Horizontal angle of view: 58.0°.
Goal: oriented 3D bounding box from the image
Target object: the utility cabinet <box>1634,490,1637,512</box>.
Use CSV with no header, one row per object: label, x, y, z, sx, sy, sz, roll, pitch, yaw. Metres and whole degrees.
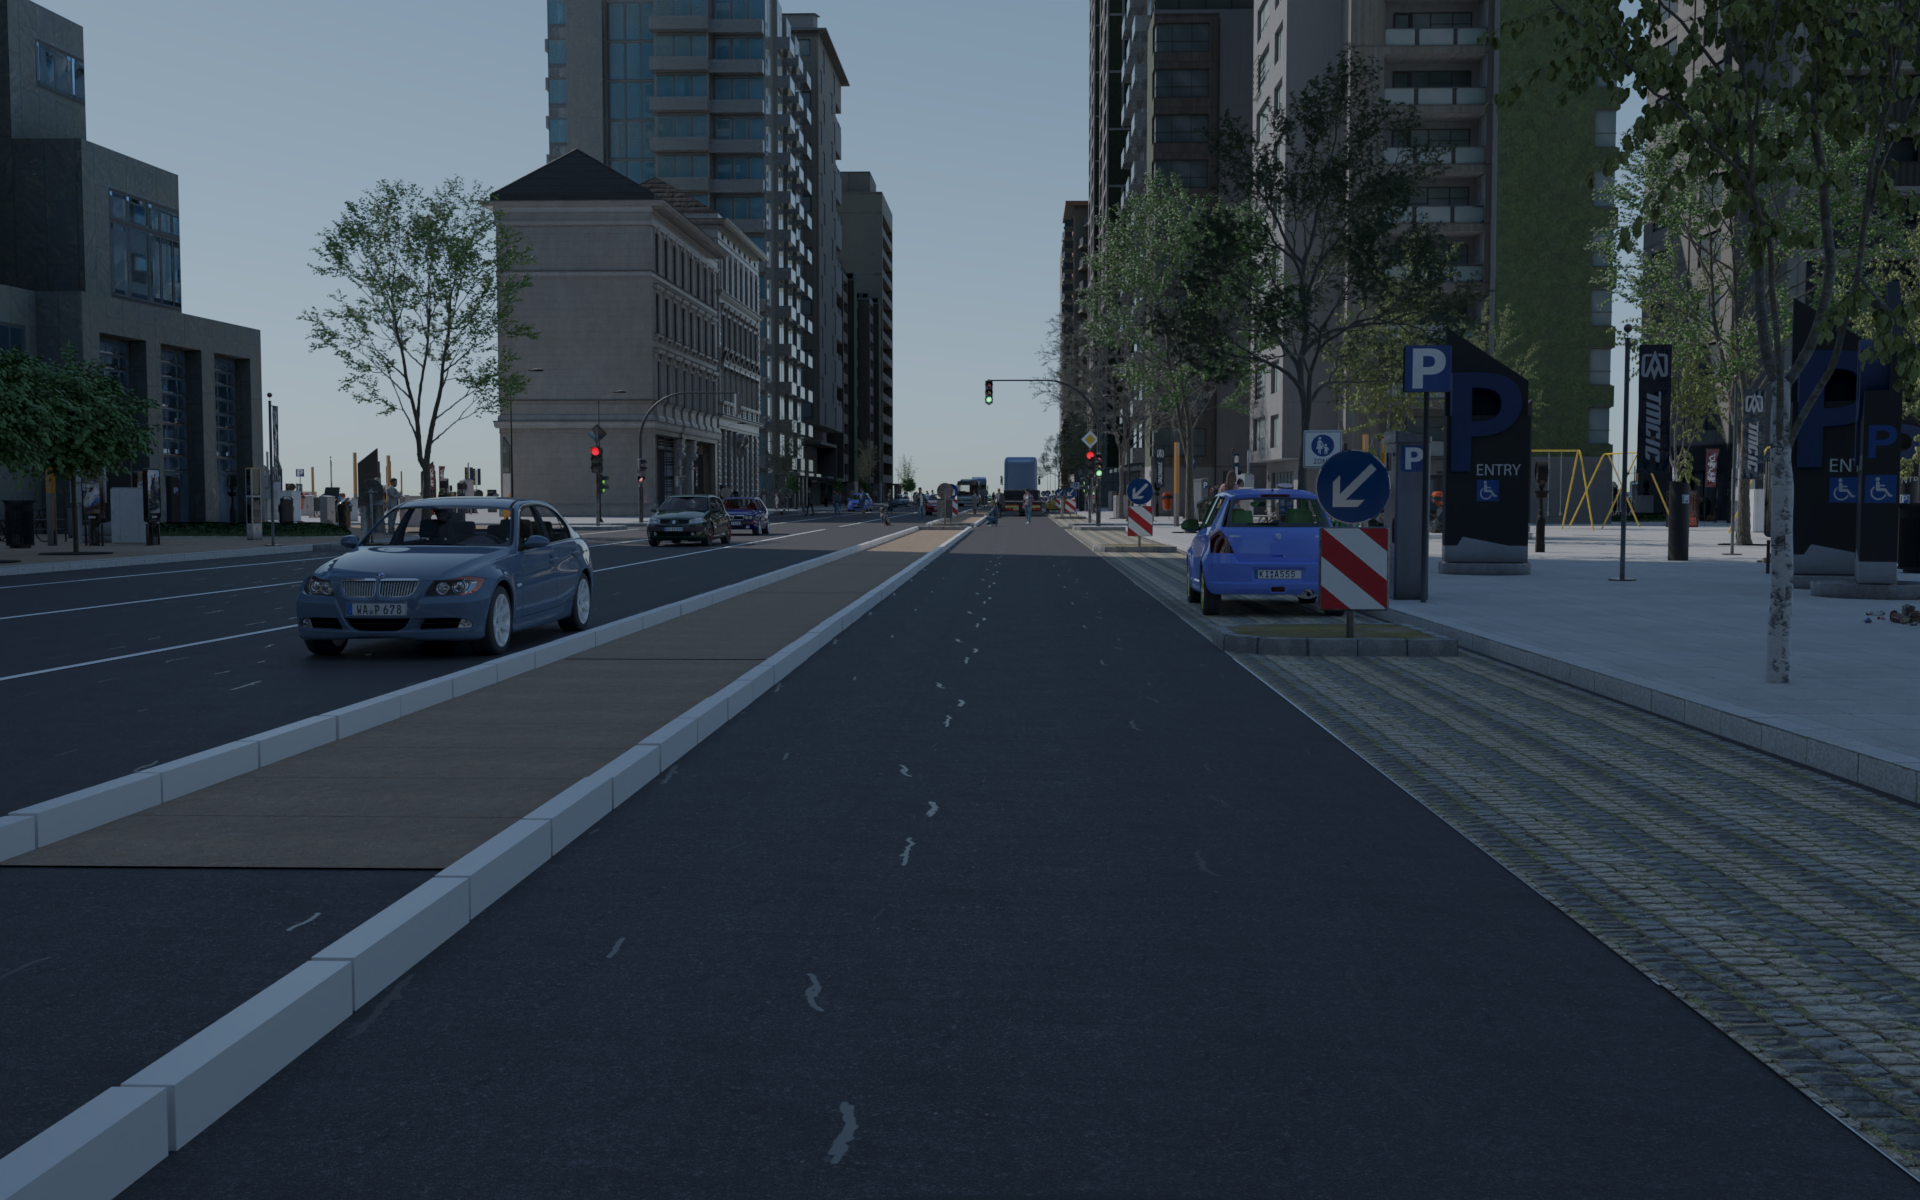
utility cabinet,39.194,-5.522,98.963,1.173,1.500,0.318,2,4,31

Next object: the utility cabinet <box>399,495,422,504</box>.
utility cabinet,-21.394,-3.448,67.543,0.306,1.237,1.020,2,4,25

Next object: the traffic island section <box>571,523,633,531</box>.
traffic island section,-14.528,-2.882,69.406,2.009,0.180,2.903,0,4,2

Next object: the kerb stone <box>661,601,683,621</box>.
kerb stone,-3.346,0.150,19.740,0.120,0.150,1.000,0,4,2

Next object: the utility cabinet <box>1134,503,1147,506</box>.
utility cabinet,9.851,-5.111,94.724,0.306,1.237,1.020,-1,4,-22

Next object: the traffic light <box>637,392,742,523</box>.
traffic light,-12.126,-6.272,77.215,4.771,5.953,1.251,0,4,2

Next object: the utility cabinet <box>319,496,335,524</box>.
utility cabinet,-24.479,-3.419,67.059,0.306,1.237,1.020,0,4,-3

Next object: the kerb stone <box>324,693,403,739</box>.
kerb stone,-3.642,0.713,10.539,0.120,0.150,1.000,0,4,2

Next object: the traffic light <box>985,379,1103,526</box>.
traffic light,3.369,-5.742,68.546,4.771,5.953,1.251,0,4,2

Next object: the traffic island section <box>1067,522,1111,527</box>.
traffic island section,5.771,-3.329,76.710,2.009,0.180,2.903,0,4,2

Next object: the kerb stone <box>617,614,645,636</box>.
kerb stone,-3.411,0.275,17.696,0.120,0.150,1.000,0,4,2

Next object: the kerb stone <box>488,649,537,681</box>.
kerb stone,-3.543,0.525,13.609,0.120,0.150,1.000,0,4,2

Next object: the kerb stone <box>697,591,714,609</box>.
kerb stone,-3.270,0.025,21.783,0.120,0.150,1.000,0,4,2

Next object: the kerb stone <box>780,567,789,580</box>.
kerb stone,-3.020,-0.414,28.965,0.120,0.150,1.000,0,4,2

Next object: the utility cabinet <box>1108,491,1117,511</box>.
utility cabinet,11.582,-7.497,131.254,0.318,1.500,1.173,2,4,25

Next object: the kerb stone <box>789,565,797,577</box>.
kerb stone,-2.996,-0.475,29.995,0.120,0.150,1.000,0,4,2

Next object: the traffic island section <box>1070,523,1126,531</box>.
traffic island section,5.502,-2.841,68.730,2.009,0.180,2.903,0,4,2

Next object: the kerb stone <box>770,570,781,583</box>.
kerb stone,-3.057,-0.351,27.936,0.120,0.150,1.000,0,4,2

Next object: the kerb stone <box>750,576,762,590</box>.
kerb stone,-3.130,-0.225,25.891,0.120,0.150,1.000,0,4,2

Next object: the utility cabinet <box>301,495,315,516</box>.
utility cabinet,-38.402,-5.543,101.796,1.020,1.237,0.306,1,4,21

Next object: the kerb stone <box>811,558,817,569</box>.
kerb stone,-2.889,-0.665,33.063,0.120,0.150,1.000,0,4,2

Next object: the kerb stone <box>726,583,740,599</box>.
kerb stone,-3.200,-0.101,23.845,0.120,0.150,1.000,0,4,2

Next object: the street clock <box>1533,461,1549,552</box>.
street clock,12.768,-2.049,38.065,0.358,2.002,0.471,1,4,9

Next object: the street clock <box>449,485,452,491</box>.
street clock,-41.697,-8.395,141.834,0.358,2.002,0.471,-1,4,-23

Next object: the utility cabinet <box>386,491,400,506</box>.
utility cabinet,-45.256,-7.931,138.346,1.173,1.500,0.318,1,4,17

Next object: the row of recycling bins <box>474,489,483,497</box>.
row of recycling bins,-41.887,-8.694,149.263,1.069,1.692,3.534,-2,4,-31

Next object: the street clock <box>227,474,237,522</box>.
street clock,-26.487,-3.577,63.060,0.358,2.002,0.471,-3,4,-36

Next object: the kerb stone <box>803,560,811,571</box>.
kerb stone,-2.918,-0.602,32.041,0.120,0.150,1.000,0,4,2

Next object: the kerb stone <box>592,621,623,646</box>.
kerb stone,-3.442,0.338,16.675,0.120,0.150,1.000,0,4,2

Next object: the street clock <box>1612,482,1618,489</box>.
street clock,47.305,-7.380,125.237,0.358,2.002,0.471,-2,4,-25

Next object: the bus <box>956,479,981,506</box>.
bus,1.014,-12.971,206.930,2.948,3.499,13.247,0,4,1

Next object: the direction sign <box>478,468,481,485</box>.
direction sign,-42.669,-9.842,152.911,0.876,3.537,0.379,1,4,19

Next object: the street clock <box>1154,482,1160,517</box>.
street clock,11.102,-5.687,97.554,0.471,2.002,0.358,0,4,-1

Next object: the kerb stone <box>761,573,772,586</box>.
kerb stone,-3.092,-0.288,26.915,0.120,0.150,1.000,0,4,2

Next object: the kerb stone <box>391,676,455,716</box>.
kerb stone,-3.613,0.652,11.562,0.120,0.150,1.000,0,4,2

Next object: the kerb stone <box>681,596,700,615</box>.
kerb stone,-3.298,0.088,20.761,0.120,0.150,1.000,0,4,2

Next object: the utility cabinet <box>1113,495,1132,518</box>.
utility cabinet,8.519,-4.877,90.893,1.020,1.237,0.306,-2,4,-33

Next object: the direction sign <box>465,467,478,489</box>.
direction sign,-41.320,-9.405,145.774,0.876,3.537,0.379,2,4,25

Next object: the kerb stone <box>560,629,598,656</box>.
kerb stone,-3.479,0.400,15.652,0.120,0.150,1.000,0,4,2

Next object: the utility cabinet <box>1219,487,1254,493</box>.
utility cabinet,9.245,-3.021,58.072,1.173,1.500,0.318,3,5,39

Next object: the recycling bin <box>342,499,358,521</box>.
recycling bin,-28.725,-4.211,81.405,0.722,1.027,0.722,-2,4,-27

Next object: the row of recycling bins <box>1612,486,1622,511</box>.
row of recycling bins,50.834,-7.798,134.608,1.069,1.692,3.534,3,4,38

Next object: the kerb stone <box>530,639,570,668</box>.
kerb stone,-3.505,0.464,14.630,0.120,0.150,1.000,0,4,2

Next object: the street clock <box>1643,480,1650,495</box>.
street clock,34.574,-5.058,87.273,0.358,2.002,0.471,2,4,29

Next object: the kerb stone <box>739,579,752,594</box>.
kerb stone,-3.163,-0.159,24.869,0.120,0.150,1.000,0,4,2

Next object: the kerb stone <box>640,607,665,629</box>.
kerb stone,-3.374,0.213,18.718,0.120,0.150,1.000,0,4,2

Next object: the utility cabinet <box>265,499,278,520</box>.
utility cabinet,-33.384,-4.572,83.434,1.173,1.500,0.318,0,4,7

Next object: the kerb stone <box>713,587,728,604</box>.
kerb stone,-3.232,-0.038,22.817,0.120,0.150,1.000,0,4,2

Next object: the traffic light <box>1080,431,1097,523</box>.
traffic light,5.731,-5.363,76.598,0.839,4.253,0.868,0,4,2

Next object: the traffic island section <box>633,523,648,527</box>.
traffic island section,-14.259,-3.370,77.386,2.009,0.180,2.903,0,4,2

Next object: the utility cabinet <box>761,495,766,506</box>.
utility cabinet,-14.320,-7.032,126.142,0.306,1.237,1.020,-1,4,-12

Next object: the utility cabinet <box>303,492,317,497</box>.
utility cabinet,-56.138,-8.613,149.508,1.173,1.500,0.318,0,4,2

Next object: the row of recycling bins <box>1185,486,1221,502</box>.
row of recycling bins,12.318,-4.754,84.845,1.069,1.692,3.534,-2,4,-31

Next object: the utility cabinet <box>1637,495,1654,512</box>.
utility cabinet,34.161,-4.600,86.374,1.020,1.237,0.306,-2,4,-35

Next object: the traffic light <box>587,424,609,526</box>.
traffic light,-14.488,-4.914,69.270,0.839,4.253,0.868,0,4,2

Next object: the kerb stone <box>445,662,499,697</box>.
kerb stone,-3.576,0.591,12.584,0.120,0.150,1.000,0,4,2

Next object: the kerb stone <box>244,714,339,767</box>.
kerb stone,-3.685,0.777,9.517,0.120,0.150,1.000,0,4,2

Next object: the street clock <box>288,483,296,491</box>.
street clock,-44.777,-6.821,116.093,0.471,2.002,0.358,-3,4,-36

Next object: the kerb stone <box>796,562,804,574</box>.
kerb stone,-2.960,-0.539,31.016,0.120,0.150,1.000,0,4,2
